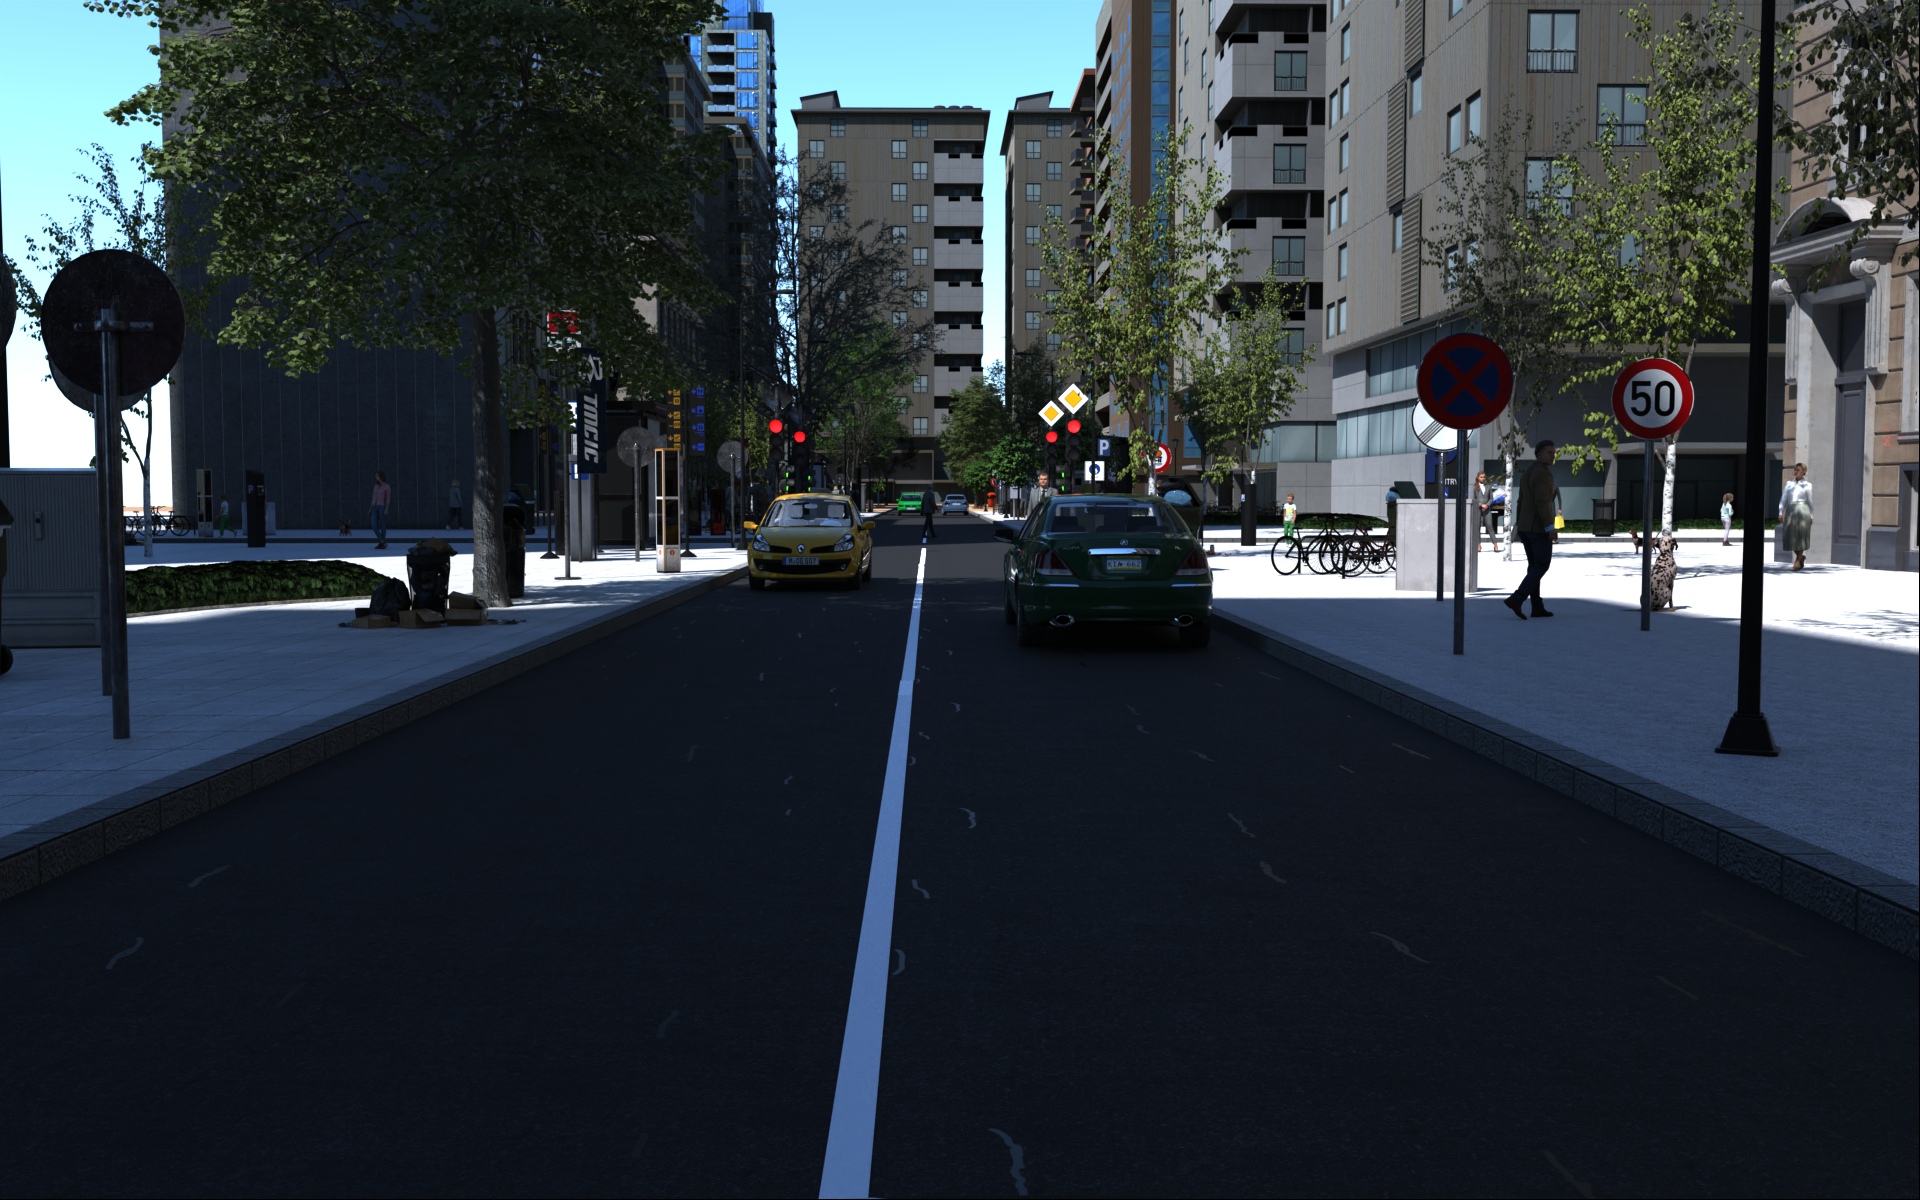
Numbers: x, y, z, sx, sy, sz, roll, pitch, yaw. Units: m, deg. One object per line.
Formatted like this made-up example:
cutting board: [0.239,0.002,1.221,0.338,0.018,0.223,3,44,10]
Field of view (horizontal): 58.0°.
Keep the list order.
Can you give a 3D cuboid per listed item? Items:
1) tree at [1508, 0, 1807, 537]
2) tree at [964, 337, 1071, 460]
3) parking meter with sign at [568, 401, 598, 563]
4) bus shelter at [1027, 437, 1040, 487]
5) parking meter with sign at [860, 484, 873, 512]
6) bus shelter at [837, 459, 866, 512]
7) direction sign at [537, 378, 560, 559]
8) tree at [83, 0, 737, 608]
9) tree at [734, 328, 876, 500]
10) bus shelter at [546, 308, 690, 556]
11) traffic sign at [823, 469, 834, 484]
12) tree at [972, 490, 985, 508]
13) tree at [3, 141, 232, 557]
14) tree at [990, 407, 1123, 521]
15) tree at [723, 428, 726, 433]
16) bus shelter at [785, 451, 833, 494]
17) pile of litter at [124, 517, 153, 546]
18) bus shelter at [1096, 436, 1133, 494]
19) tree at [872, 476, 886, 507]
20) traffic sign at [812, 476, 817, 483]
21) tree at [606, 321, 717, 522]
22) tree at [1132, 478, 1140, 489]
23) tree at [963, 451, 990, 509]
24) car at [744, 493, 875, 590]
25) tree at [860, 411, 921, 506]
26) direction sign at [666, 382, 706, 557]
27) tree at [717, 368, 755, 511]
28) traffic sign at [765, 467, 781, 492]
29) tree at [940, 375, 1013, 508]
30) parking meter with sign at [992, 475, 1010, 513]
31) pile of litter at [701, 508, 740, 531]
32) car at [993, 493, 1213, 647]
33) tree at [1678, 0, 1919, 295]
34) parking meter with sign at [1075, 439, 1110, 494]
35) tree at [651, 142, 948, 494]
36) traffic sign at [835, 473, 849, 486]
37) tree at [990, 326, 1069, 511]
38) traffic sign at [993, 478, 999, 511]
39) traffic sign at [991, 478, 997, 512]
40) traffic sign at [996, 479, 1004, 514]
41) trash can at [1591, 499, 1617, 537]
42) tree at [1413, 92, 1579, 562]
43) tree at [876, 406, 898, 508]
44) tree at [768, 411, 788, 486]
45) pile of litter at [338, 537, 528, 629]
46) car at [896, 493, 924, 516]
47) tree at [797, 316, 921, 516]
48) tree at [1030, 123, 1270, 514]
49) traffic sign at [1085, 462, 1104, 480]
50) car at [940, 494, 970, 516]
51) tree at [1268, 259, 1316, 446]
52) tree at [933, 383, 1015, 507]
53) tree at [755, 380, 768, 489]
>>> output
tree: [10.485,-4.610,25.731,4.737,8.622,4.395,0,3,0]
tree: [3.853,-10.293,102.701,7.601,10.594,8.767,0,4,-7]
parking meter with sign: [-7.226,-2.259,33.200,0.543,3.016,1.738,0,4,-8]
bus shelter: [4.946,-8.602,118.281,2.179,5.291,8.768,0,4,-1]
parking meter with sign: [-7.142,-7.885,125.178,1.738,3.016,0.543,1,4,13]
bus shelter: [-7.423,-7.829,119.285,1.731,3.624,6.357,0,4,-1]
direction sign: [-8.155,-2.589,34.324,0.379,3.537,0.876,1,4,11]
tree: [-5.636,-6.174,19.079,7.486,12.596,7.792,0,3,0]
tree: [-6.641,-7.577,74.253,4.360,8.622,3.978,0,3,0]
bus shelter: [-7.906,-3.830,40.261,2.179,5.291,8.768,0,4,-1]
traffic sign: [-6.874,-5.411,88.467,0.884,2.594,0.081,0,4,7]
tree: [1.558,-9.935,157.040,1.663,3.219,1.824,0,3,0]
tree: [-16.905,-5.194,35.292,4.737,8.622,4.395,0,3,0]
tree: [4.052,-4.782,61.906,4.285,4.588,4.351,0,3,0]
tree: [-14.998,-10.636,124.266,4.360,8.622,3.978,0,3,0]
bus shelter: [-7.216,-5.448,82.997,2.014,3.302,5.546,0,4,-1]
pile of litter: [-20.932,-1.809,43.546,1.176,0.858,1.719,-2,4,-25]
bus shelter: [5.906,-4.839,70.401,1.731,3.624,6.357,0,4,-1]
tree: [-7.844,-10.826,171.598,1.663,3.219,1.824,0,3,0]
traffic sign: [-7.045,-4.902,80.158,0.884,2.594,0.081,0,4,0]
tree: [-13.465,-7.578,74.256,4.737,8.622,4.395,0,3,0]
tree: [10.345,-7.060,110.030,1.663,3.219,1.824,0,3,0]
tree: [2.880,-6.109,83.598,4.285,4.588,4.351,0,3,0]
car: [-2.311,-1.037,27.185,2.015,1.641,3.980,0,4,0]
tree: [-7.876,-15.694,191.002,8.767,10.594,7.601,2,4,31]
direction sign: [-5.541,-2.636,35.099,0.876,3.537,0.379,1,4,20]
tree: [-12.706,-7.943,80.238,4.737,8.622,4.395,0,3,0]
traffic sign: [-8.652,-4.911,80.400,0.768,2.556,0.104,0,4,0]
tree: [1.861,-15.077,164.640,7.486,12.596,7.792,0,3,0]
parking meter with sign: [3.005,-7.257,114.919,1.738,3.016,0.543,-2,4,-29]
pile of litter: [-8.269,-2.842,60.431,1.719,0.858,1.176,0,4,7]
car: [1.424,-0.362,17.721,2.131,1.459,4.920,0,4,-1]
tree: [7.756,-3.838,13.108,4.360,8.622,3.978,0,3,0]
parking meter with sign: [3.979,-3.610,55.281,0.543,3.016,1.738,-3,5,-40]
tree: [-5.632,-9.169,60.280,12.009,13.543,11.850,0,3,0]
traffic sign: [-7.355,-6.618,108.213,0.884,2.594,0.081,0,4,3]
tree: [3.111,-7.718,76.549,4.360,8.622,3.978,0,3,0]
traffic sign: [2.609,-7.209,117.965,0.768,2.556,0.104,0,4,5]
traffic sign: [2.561,-7.500,122.723,0.768,2.556,0.104,0,4,4]
traffic sign: [2.718,-6.950,113.732,0.768,2.556,0.104,0,4,2]
trash can: [19.310,-2.466,51.968,0.748,1.137,0.748,0,3,0]
tree: [10.669,-5.039,32.756,4.360,8.622,3.978,0,3,0]
tree: [-6.982,-9.909,112.375,4.360,8.622,3.978,0,3,0]
tree: [-13.004,-9.762,109.970,4.737,8.622,4.395,0,3,0]
pile of litter: [-5.152,-0.185,16.982,1.719,0.858,1.176,0,4,-5]
car: [-3.245,-6.467,114.530,1.959,1.807,4.718,0,4,-2]
tree: [-6.073,-10.716,100.963,9.928,11.665,9.643,0,3,0]
tree: [3.532,-5.103,33.790,4.737,8.622,4.395,0,3,0]
traffic sign: [4.223,-3.197,54.400,0.606,2.300,0.079,0,4,6]
car: [-0.324,-6.420,116.974,2.014,1.417,4.499,0,4,-2]
tree: [9.285,-6.399,54.987,4.737,8.622,4.395,0,3,0]
tree: [2.115,-15.898,176.933,9.611,12.733,9.660,0,3,0]
tree: [-12.736,-8.302,86.093,4.737,8.622,4.395,0,3,0]
